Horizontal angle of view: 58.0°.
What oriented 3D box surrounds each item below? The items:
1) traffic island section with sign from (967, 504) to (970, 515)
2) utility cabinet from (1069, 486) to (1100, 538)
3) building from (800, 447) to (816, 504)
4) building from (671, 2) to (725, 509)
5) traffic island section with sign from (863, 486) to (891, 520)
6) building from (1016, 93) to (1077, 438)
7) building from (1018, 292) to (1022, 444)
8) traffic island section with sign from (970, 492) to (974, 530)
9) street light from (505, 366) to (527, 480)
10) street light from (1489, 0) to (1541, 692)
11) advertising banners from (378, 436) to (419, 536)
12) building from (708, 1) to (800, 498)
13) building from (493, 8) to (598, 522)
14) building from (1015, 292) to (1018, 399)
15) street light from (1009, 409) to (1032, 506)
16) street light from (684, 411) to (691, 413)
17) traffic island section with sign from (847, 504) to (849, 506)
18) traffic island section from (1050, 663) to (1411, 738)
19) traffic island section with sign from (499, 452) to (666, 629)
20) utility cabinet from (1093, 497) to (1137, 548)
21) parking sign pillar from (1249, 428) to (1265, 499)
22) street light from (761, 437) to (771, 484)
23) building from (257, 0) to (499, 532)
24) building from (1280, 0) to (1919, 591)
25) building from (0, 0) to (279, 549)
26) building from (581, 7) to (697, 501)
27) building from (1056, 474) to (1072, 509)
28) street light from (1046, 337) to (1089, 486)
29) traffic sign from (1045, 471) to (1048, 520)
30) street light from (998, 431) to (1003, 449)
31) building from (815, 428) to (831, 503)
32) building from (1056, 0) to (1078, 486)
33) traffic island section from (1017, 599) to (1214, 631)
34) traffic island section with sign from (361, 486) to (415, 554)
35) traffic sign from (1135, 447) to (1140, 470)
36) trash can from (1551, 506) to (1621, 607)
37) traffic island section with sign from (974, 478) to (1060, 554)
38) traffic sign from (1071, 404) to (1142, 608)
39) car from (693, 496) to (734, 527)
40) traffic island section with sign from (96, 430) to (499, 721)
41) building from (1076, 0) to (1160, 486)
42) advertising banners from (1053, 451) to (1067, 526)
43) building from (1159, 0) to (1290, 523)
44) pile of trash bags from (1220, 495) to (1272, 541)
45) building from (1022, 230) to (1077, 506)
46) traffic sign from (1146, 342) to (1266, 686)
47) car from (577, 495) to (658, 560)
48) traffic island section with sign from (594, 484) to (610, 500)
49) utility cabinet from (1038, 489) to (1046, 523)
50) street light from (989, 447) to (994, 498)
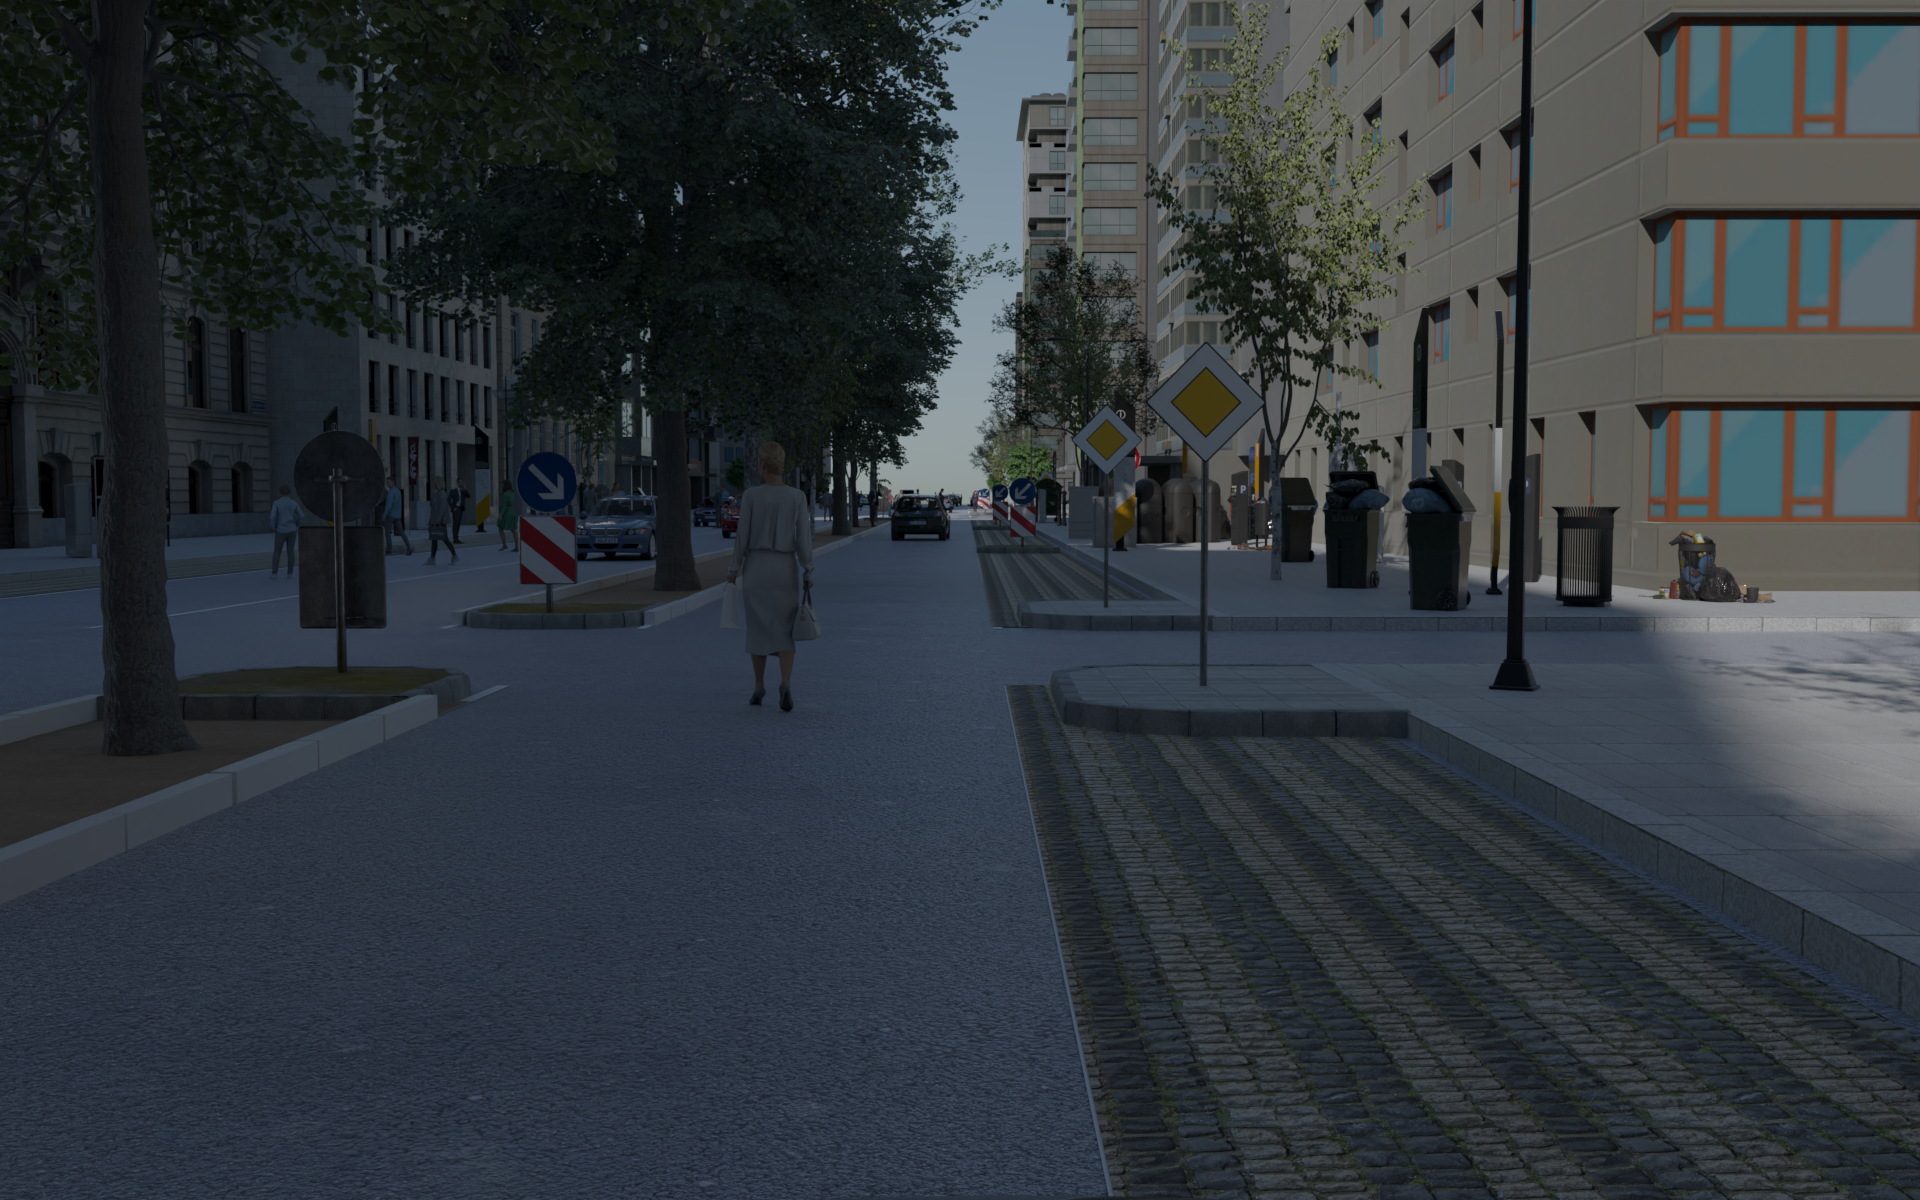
[{"bbox_3d":[1.625,-6.756,119.086,1.989,1.847,2.006,0,4,0],"label":"traffic island section with sign"},{"bbox_3d":[3.705,-2.490,49.391,1.173,1.500,0.318,1,4,13],"label":"utility cabinet"},{"bbox_3d":[-25.731,-27.208,216.544,14.160,30.474,14.107,0,4,0],"label":"building"},{"bbox_3d":[-31.192,-29.671,139.743,22.147,44.769,28.867,0,4,0],"label":"building"},{"bbox_3d":[-4.232,-5.276,94.402,2.006,1.907,1.989,0,4,0],"label":"traffic island section with sign"},{"bbox_3d":[21.992,-38.917,225.532,28.713,52.752,27.495,0,4,0],"label":"building"},{"bbox_3d":[14.485,-26.509,205.127,14.160,30.474,14.107,0,4,0],"label":"building"},{"bbox_3d":[1.489,-3.710,69.290,1.989,1.847,2.006,0,4,0],"label":"traffic island section with sign"},{"bbox_3d":[-15.747,-5.486,62.244,1.470,5.913,1.316,0,4,0],"label":"street light"},{"bbox_3d":[3.118,-2.368,11.252,1.470,5.913,1.316,0,4,0],"label":"street light"},{"bbox_3d":[-17.202,-3.474,52.995,2.074,3.025,0.090,2,4,34],"label":"advertising banners"},{"bbox_3d":[-29.971,-39.900,194.362,21.231,58.520,28.212,0,4,0],"label":"building"},{"bbox_3d":[-25.953,-18.252,84.331,13.634,28.700,20.117,0,4,0],"label":"building"},{"bbox_3d":[14.814,-29.076,247.088,14.160,30.474,14.107,0,4,0],"label":"building"},{"bbox_3d":[3.337,-7.440,94.178,1.470,5.913,1.316,0,4,0],"label":"street light"},{"bbox_3d":[-15.635,-7.580,96.468,1.470,5.913,1.316,0,4,0],"label":"street light"},{"bbox_3d":[-13.856,-13.394,227.627,1.989,1.847,2.006,0,4,0],"label":"traffic island section with sign"},{"bbox_3d":[1.648,0.653,11.601,2.009,0.180,2.903,0,4,0],"label":"traffic island section"},{"bbox_3d":[-4.429,-0.681,19.263,2.006,1.907,1.989,0,4,0],"label":"traffic island section with sign"},{"bbox_3d":[3.700,-1.851,41.426,1.020,1.237,0.306,-1,4,-10],"label":"utility cabinet"},{"bbox_3d":[12.069,-5.012,70.415,1.447,3.967,1.447,1,4,19],"label":"parking sign pillar"},{"bbox_3d":[-15.447,-10.220,139.633,1.470,5.913,1.316,0,4,0],"label":"street light"},{"bbox_3d":[-25.002,-12.881,65.362,10.420,20.320,16.860,0,4,0],"label":"building"},{"bbox_3d":[23.689,-11.677,35.958,28.899,21.520,27.650,0,4,0],"label":"building"},{"bbox_3d":[-27.647,-13.447,38.935,14.460,24.649,34.723,0,4,0],"label":"building"},{"bbox_3d":[-30.078,-29.994,110.003,23.786,49.044,30.456,0,4,0],"label":"building"},{"bbox_3d":[23.814,-28.346,155.344,32.217,40.220,23.993,0,4,0],"label":"building"},{"bbox_3d":[3.248,-4.820,51.340,1.470,5.913,1.316,0,4,0],"label":"street light"},{"bbox_3d":[4.271,-5.170,85.714,0.795,2.450,0.064,1,4,9],"label":"traffic sign"},{"bbox_3d":[3.492,-9.464,127.277,1.470,5.913,1.316,0,4,0],"label":"street light"},{"bbox_3d":[-25.715,-36.348,244.392,14.600,45.320,14.200,0,4,0],"label":"building"},{"bbox_3d":[19.368,-31.054,127.344,23.786,49.044,30.456,0,4,0],"label":"building"},{"bbox_3d":[1.670,0.165,19.586,2.009,0.180,2.903,0,4,0],"label":"traffic island section"},{"bbox_3d":[-14.357,-2.038,41.955,1.989,1.847,2.006,0,4,0],"label":"traffic island section with sign"},{"bbox_3d":[4.120,-2.642,43.305,0.768,2.556,0.104,0,4,6],"label":"traffic sign"},{"bbox_3d":[7.154,-0.500,19.834,0.748,1.137,0.748,0,3,0],"label":"trash can"},{"bbox_3d":[1.401,-2.062,42.335,1.989,1.847,2.006,0,4,0],"label":"traffic island section with sign"},{"bbox_3d":[1.647,-0.970,19.509,0.795,2.450,0.064,0,4,0],"label":"traffic sign"},{"bbox_3d":[-10.784,-3.941,77.021,1.945,1.354,3.894,0,4,0],"label":"car"},{"bbox_3d":[-4.460,-0.227,11.856,2.006,1.907,1.989,0,4,0],"label":"traffic island section with sign"},{"bbox_3d":[14.029,-25.797,105.368,14.154,41.232,14.086,0,4,0],"label":"building"},{"bbox_3d":[4.020,-4.511,69.940,0.090,3.025,2.074,-1,4,-11],"label":"advertising banners"},{"bbox_3d":[22.377,-23.872,82.184,32.217,40.220,23.993,0,4,0],"label":"building"},{"bbox_3d":[7.885,-2.418,49.287,1.912,1.369,3.447,0,4,5],"label":"pile of trash bags"},{"bbox_3d":[14.504,-25.648,191.045,14.160,30.474,14.107,0,4,0],"label":"building"},{"bbox_3d":[1.625,-0.482,11.524,0.795,2.450,0.064,0,4,0],"label":"traffic sign"},{"bbox_3d":[-7.454,-1.652,39.020,2.014,1.417,4.499,0,4,2],"label":"car"},{"bbox_3d":[-14.290,-3.687,68.910,1.989,1.847,2.006,0,4,0],"label":"traffic island section with sign"},{"bbox_3d":[3.635,-4.152,76.570,0.318,1.500,1.173,0,4,0],"label":"utility cabinet"},{"bbox_3d":[3.495,-12.114,170.600,1.470,5.913,1.316,0,4,0],"label":"street light"}]
